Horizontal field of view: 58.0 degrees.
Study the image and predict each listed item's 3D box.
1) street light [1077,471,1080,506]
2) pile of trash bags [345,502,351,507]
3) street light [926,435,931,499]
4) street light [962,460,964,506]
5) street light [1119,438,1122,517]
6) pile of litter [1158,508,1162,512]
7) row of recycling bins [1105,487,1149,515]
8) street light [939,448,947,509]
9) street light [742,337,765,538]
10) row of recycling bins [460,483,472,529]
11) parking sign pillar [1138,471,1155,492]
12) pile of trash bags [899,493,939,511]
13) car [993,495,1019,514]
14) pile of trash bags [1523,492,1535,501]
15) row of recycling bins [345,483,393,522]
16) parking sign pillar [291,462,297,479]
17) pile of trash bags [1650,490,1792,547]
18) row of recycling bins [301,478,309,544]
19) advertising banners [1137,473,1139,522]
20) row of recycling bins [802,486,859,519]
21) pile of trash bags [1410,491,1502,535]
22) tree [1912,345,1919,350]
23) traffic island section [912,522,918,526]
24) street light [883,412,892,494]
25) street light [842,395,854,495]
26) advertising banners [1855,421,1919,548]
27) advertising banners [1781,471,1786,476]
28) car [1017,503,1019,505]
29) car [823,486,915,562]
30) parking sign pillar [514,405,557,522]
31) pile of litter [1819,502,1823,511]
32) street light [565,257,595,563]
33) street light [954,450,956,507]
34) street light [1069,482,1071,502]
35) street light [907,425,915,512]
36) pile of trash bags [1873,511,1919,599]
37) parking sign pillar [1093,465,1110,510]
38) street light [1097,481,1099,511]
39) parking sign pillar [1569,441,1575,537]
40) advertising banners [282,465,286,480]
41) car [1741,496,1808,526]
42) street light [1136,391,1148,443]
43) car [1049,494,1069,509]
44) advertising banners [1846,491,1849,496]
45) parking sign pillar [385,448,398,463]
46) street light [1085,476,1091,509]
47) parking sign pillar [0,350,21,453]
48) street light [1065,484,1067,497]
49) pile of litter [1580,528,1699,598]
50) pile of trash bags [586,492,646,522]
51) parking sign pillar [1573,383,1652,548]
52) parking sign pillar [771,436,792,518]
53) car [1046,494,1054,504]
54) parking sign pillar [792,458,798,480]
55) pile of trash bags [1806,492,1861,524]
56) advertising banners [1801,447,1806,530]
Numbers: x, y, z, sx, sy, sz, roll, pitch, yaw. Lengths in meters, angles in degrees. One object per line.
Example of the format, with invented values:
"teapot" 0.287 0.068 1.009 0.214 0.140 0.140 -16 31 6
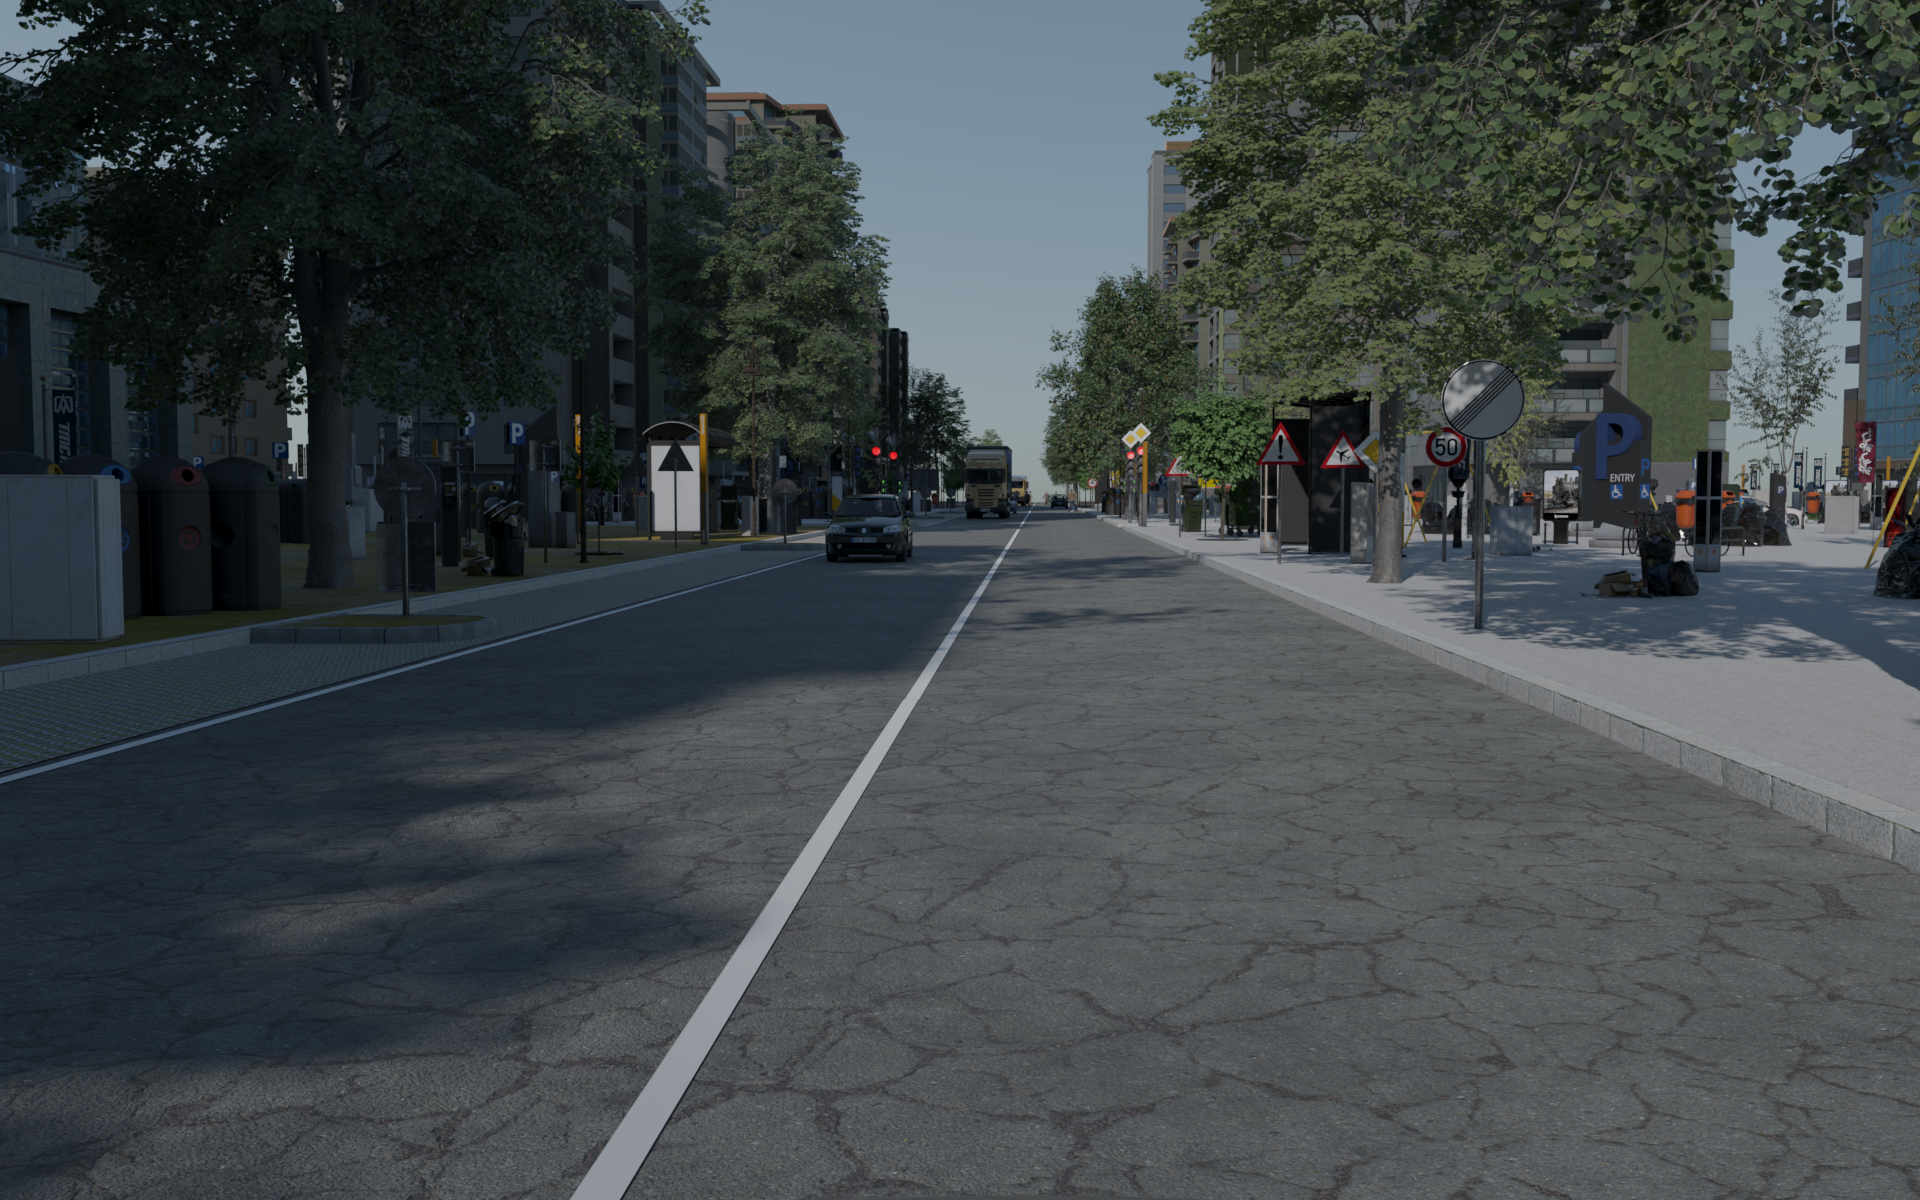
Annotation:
"street light" 14.125 -14.410 208.392 0.468 5.910 1.993 0 4 3
"pile of trash bags" -23.198 -3.177 61.696 3.447 1.369 1.912 -2 4 -33
"street light" -2.315 -9.757 132.310 0.468 5.910 1.993 0 4 3
"street light" 0.347 -13.333 190.782 0.468 5.910 1.993 0 4 3
"street light" 8.881 -7.522 95.771 0.468 5.910 1.993 0 4 3
"pile of litter" 13.999 -6.829 125.627 1.719 0.858 1.176 -2 4 -28
"row of recycling bins" 10.024 -5.949 104.375 1.069 1.692 3.534 -2 4 -33
"street light" -1.442 -11.087 154.051 0.468 5.910 1.993 0 4 3
"street light" -6.075 -4.784 51.012 0.468 5.910 1.993 0 4 3
"row of recycling bins" -16.929 -3.509 64.478 3.534 1.692 1.069 0 4 2
"parking sign pillar" 14.194 -8.770 131.860 1.447 3.967 1.447 -1 4 -11
"pile of trash bags" -3.416 -7.884 138.649 3.447 1.369 1.912 0 4 3
"car" 3.277 -7.030 126.942 2.014 1.417 4.499 0 4 1
"pile of trash bags" 23.517 -4.060 76.129 3.447 1.369 1.912 0 3 0
"row of recycling bins" -22.919 -3.634 66.533 1.069 1.692 3.534 3 5 41
"parking sign pillar" -56.318 -9.673 146.627 1.447 3.967 1.447 -1 4 -19
"pile of trash bags" 18.823 -2.017 42.729 3.447 1.369 1.912 -2 4 -32
"row of recycling bins" -17.762 -2.387 46.148 1.069 1.692 3.534 -3 4 -37
"advertising banners" 8.161 -5.094 79.478 0.090 3.025 2.074 0 4 6
"row of recycling bins" -6.726 -4.986 88.641 3.534 1.692 1.069 2 4 25
"pile of trash bags" 15.656 -2.832 56.062 1.912 1.369 3.447 -1 4 -20
"tree" 31.879 -8.077 50.194 7.486 12.596 7.792 0 3 0
"traffic island section" -2.949 -3.345 76.971 2.009 0.180 2.903 0 4 3
"street light" -4.017 -7.504 95.486 0.468 5.910 1.993 0 4 3
"street light" -4.955 -6.384 77.174 0.468 5.910 1.993 0 4 3
"advertising banners" 22.315 -2.755 41.227 0.090 3.025 2.074 -3 5 -39
"advertising banners" 61.766 -8.265 131.322 2.074 3.025 0.090 -1 4 -13
"car" 6.844 -13.287 227.465 2.015 1.641 3.980 0 4 3
"car" -1.954 -1.723 37.960 2.009 1.686 4.222 0 4 1
"parking sign pillar" -12.690 -3.876 51.837 1.447 3.967 1.447 3 4 38
"pile of litter" 58.327 -6.326 117.396 1.176 0.858 1.719 -1 4 -15
"street light" -7.006 -3.626 32.076 0.468 5.910 1.993 0 4 3
"street light" -0.502 -12.213 172.466 0.468 5.910 1.993 0 4 3
"street light" 15.430 -16.107 236.129 0.468 5.910 1.993 0 4 3
"street light" -3.209 -8.625 113.804 0.468 5.910 1.993 0 4 3
"pile of trash bags" 13.182 -0.691 21.049 3.447 1.369 1.912 0 4 0
"parking sign pillar" 11.650 -9.373 141.725 1.447 3.967 1.447 3 5 42
"street light" 10.585 -9.783 132.743 0.468 5.910 1.993 0 4 3
"parking sign pillar" 19.080 -3.910 52.395 1.447 3.967 1.447 -2 4 -34
"advertising banners" -40.115 -6.570 103.610 0.090 3.025 2.074 0 4 0
"car" 32.475 -3.626 71.647 4.827 1.381 2.083 0 4 4
"street light" 8.051 -6.360 76.780 0.468 5.910 1.993 0 4 3
"car" 9.920 -9.977 172.916 2.009 1.686 4.222 0 4 2
"advertising banners" 32.788 -4.102 63.257 2.074 3.025 0.090 -3 5 -45
"parking sign pillar" -28.065 -5.989 86.389 1.447 3.967 1.447 0 4 1
"street light" 12.417 -12.136 171.213 0.468 5.910 1.993 0 4 3
"parking sign pillar" -17.966 -2.655 31.875 1.447 3.967 1.447 1 4 17
"street light" 17.930 -19.467 291.080 0.468 5.910 1.993 0 4 3
"pile of litter" 8.594 -0.486 21.905 1.719 0.858 1.176 -1 4 -11
"pile of trash bags" -15.941 -4.309 80.206 3.447 1.369 1.912 2 4 28
"parking sign pillar" 15.847 -3.239 41.430 1.447 3.967 1.447 -2 4 -31
"parking sign pillar" -7.410 -4.805 67.027 1.447 3.967 1.447 0 4 1
"car" 13.519 -14.797 253.730 2.131 1.459 4.920 0 4 2
"parking sign pillar" -9.782 -6.768 99.123 1.447 3.967 1.447 -2 4 -35
"pile of trash bags" 38.130 -4.002 75.181 3.447 1.369 1.912 -1 4 -21
"advertising banners" 30.850 -4.109 63.372 0.090 3.025 2.074 2 4 23
